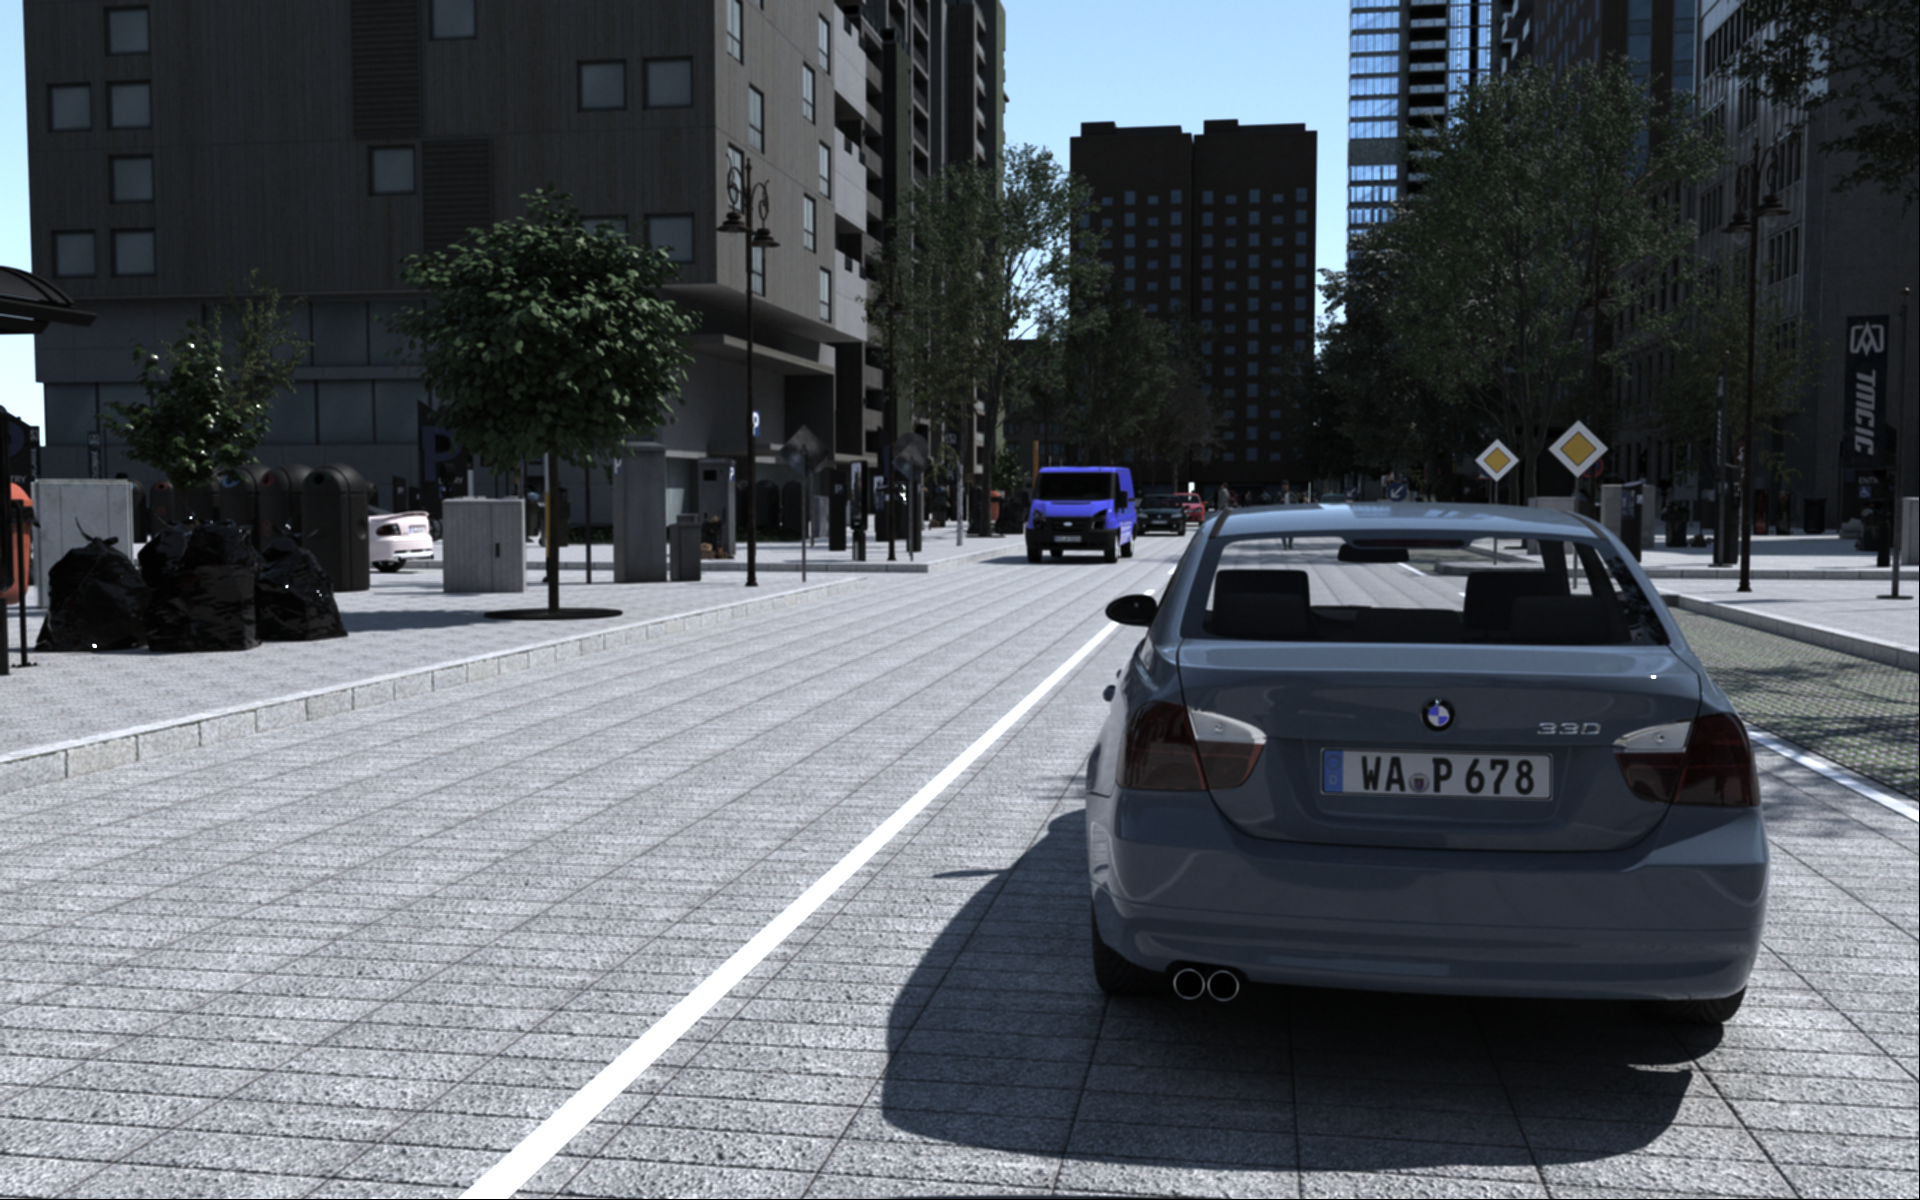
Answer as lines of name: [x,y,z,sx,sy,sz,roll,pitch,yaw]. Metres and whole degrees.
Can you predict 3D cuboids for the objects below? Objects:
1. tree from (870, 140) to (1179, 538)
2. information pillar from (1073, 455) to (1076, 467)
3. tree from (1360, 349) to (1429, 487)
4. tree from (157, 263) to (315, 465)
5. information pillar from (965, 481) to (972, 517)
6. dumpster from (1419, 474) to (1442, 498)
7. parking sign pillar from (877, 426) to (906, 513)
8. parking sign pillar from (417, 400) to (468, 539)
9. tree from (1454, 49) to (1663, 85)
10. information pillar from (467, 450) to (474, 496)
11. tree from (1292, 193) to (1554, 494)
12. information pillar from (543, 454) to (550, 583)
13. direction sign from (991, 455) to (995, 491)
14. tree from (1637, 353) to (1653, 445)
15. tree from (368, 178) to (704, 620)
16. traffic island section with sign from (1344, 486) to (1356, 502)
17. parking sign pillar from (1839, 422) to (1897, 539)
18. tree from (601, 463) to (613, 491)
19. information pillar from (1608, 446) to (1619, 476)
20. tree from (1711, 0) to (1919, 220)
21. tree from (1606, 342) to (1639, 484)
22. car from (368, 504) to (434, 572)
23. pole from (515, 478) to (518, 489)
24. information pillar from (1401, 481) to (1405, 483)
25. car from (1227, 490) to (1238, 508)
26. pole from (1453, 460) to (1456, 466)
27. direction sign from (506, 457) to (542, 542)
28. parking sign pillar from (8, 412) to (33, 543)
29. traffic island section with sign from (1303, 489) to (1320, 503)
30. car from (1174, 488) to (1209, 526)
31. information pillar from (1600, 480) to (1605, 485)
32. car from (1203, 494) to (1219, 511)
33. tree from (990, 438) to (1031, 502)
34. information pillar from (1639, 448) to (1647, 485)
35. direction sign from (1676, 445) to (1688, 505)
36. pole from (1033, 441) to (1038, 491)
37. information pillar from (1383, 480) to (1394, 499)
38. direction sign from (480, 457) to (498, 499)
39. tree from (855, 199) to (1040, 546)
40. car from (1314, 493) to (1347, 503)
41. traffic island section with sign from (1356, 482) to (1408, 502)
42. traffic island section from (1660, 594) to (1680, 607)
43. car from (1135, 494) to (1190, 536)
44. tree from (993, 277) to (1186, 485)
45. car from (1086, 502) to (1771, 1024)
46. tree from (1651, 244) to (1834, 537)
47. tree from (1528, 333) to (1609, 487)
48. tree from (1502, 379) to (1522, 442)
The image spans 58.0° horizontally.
tree: [0.917,-7.661,51.009,9.928,11.665,9.643,0,3,0]
information pillar: [6.856,-6.864,103.585,0.183,3.616,0.504,1,4,19]
tree: [21.996,-8.349,86.872,4.737,8.622,4.395,0,3,0]
tree: [-22.571,-6.372,54.537,4.737,8.622,4.395,0,3,0]
information pillar: [0.482,-5.702,97.719,0.304,2.012,0.304,-3,5,-42]
dumpster: [21.995,-4.727,79.776,1.502,2.255,1.985,1,4,10]
parking sign pillar: [-2.625,-4.930,69.072,1.447,3.967,1.447,-2,4,-30]
parking sign pillar: [-14.818,-3.742,49.660,1.447,3.967,1.447,-2,4,-29]
tree: [13.436,-6.993,40.088,9.928,11.665,9.643,0,3,0]
information pillar: [-16.764,-4.128,58.847,0.504,3.616,0.183,0,4,4]
tree: [19.383,-10.067,71.258,9.857,13.997,8.962,0,3,0]
information pillar: [-5.954,-2.058,25.003,0.183,3.616,0.504,-1,4,-15]
direction sign: [1.939,-6.692,101.403,0.379,3.537,0.876,-1,4,-14]
tree: [26.417,-6.731,60.421,4.737,8.622,4.395,0,3,0]
tree: [-4.374,-2.106,18.152,4.285,4.588,4.351,0,3,0]
traffic island section with sign: [18.537,-4.537,82.810,1.989,1.847,2.006,1,4,10]
parking sign pillar: [26.020,-3.736,49.562,1.447,3.967,1.447,-2,4,-34]
tree: [-11.560,-3.960,59.348,1.663,3.219,1.824,0,3,0]
information pillar: [31.698,-5.672,84.091,0.504,3.616,0.183,3,4,37]
tree: [9.171,-4.765,12.326,7.601,10.594,8.767,1,4,20]
tree: [28.881,-7.239,68.724,4.737,8.622,4.395,0,3,0]
car: [-12.016,-1.168,31.467,4.827,1.381,2.083,1,4,11]
pole: [-13.862,-3.697,54.285,0.158,3.312,0.155,0,3,0]
information pillar: [24.539,-5.626,96.471,0.304,2.012,0.304,3,5,44]
car: [27.689,-10.448,179.498,2.281,1.827,5.304,1,4,12]
pole: [29.706,-6.751,104.225,0.158,3.312,0.155,0,3,0]
direction sign: [-11.536,-3.304,46.010,0.876,3.537,0.379,-2,4,-28]
parking sign pillar: [-25.132,-3.489,45.514,1.447,3.967,1.447,-2,4,-29]
traffic island section with sign: [27.060,-7.578,132.524,1.989,1.847,2.006,1,4,10]
car: [10.159,-4.239,78.344,2.155,1.783,4.494,1,4,9]
information pillar: [33.092,-5.175,89.098,0.304,2.012,0.304,0,4,-1]
car: [21.649,-8.440,146.795,1.959,1.807,4.718,1,4,11]
tree: [1.676,-3.977,59.628,1.663,3.219,1.824,0,3,0]
information pillar: [34.969,-5.953,88.682,0.183,3.616,0.504,-1,4,-18]
direction sign: [33.749,-5.444,80.998,0.379,3.537,0.876,-1,4,-12]
pole: [2.891,-4.424,66.169,0.158,3.312,0.155,0,3,0]
information pillar: [22.408,-5.245,90.241,0.304,2.012,0.304,-1,4,-22]
direction sign: [-13.225,-3.513,49.430,0.876,3.537,0.379,-1,4,-11]
tree: [-0.240,-5.651,42.756,4.737,8.622,4.395,0,3,0]
car: [20.326,-5.235,94.388,1.959,1.807,4.718,1,4,10]
traffic island section with sign: [13.949,-2.897,55.993,1.989,1.847,2.006,1,4,10]
traffic island section: [8.340,-0.071,23.438,2.009,0.180,2.903,1,4,10]
car: [7.023,-3.103,60.513,2.009,1.686,4.222,1,4,8]
tree: [4.869,-8.325,70.532,8.767,10.594,7.601,2,4,25]
car: [1.469,0.362,6.092,2.014,1.417,4.499,1,4,10]
tree: [23.015,-6.141,50.769,4.737,8.622,4.395,0,3,0]
tree: [28.326,-7.842,78.582,4.737,8.622,4.395,0,3,0]
tree: [32.352,-8.998,97.485,4.737,8.622,4.395,0,3,0]
